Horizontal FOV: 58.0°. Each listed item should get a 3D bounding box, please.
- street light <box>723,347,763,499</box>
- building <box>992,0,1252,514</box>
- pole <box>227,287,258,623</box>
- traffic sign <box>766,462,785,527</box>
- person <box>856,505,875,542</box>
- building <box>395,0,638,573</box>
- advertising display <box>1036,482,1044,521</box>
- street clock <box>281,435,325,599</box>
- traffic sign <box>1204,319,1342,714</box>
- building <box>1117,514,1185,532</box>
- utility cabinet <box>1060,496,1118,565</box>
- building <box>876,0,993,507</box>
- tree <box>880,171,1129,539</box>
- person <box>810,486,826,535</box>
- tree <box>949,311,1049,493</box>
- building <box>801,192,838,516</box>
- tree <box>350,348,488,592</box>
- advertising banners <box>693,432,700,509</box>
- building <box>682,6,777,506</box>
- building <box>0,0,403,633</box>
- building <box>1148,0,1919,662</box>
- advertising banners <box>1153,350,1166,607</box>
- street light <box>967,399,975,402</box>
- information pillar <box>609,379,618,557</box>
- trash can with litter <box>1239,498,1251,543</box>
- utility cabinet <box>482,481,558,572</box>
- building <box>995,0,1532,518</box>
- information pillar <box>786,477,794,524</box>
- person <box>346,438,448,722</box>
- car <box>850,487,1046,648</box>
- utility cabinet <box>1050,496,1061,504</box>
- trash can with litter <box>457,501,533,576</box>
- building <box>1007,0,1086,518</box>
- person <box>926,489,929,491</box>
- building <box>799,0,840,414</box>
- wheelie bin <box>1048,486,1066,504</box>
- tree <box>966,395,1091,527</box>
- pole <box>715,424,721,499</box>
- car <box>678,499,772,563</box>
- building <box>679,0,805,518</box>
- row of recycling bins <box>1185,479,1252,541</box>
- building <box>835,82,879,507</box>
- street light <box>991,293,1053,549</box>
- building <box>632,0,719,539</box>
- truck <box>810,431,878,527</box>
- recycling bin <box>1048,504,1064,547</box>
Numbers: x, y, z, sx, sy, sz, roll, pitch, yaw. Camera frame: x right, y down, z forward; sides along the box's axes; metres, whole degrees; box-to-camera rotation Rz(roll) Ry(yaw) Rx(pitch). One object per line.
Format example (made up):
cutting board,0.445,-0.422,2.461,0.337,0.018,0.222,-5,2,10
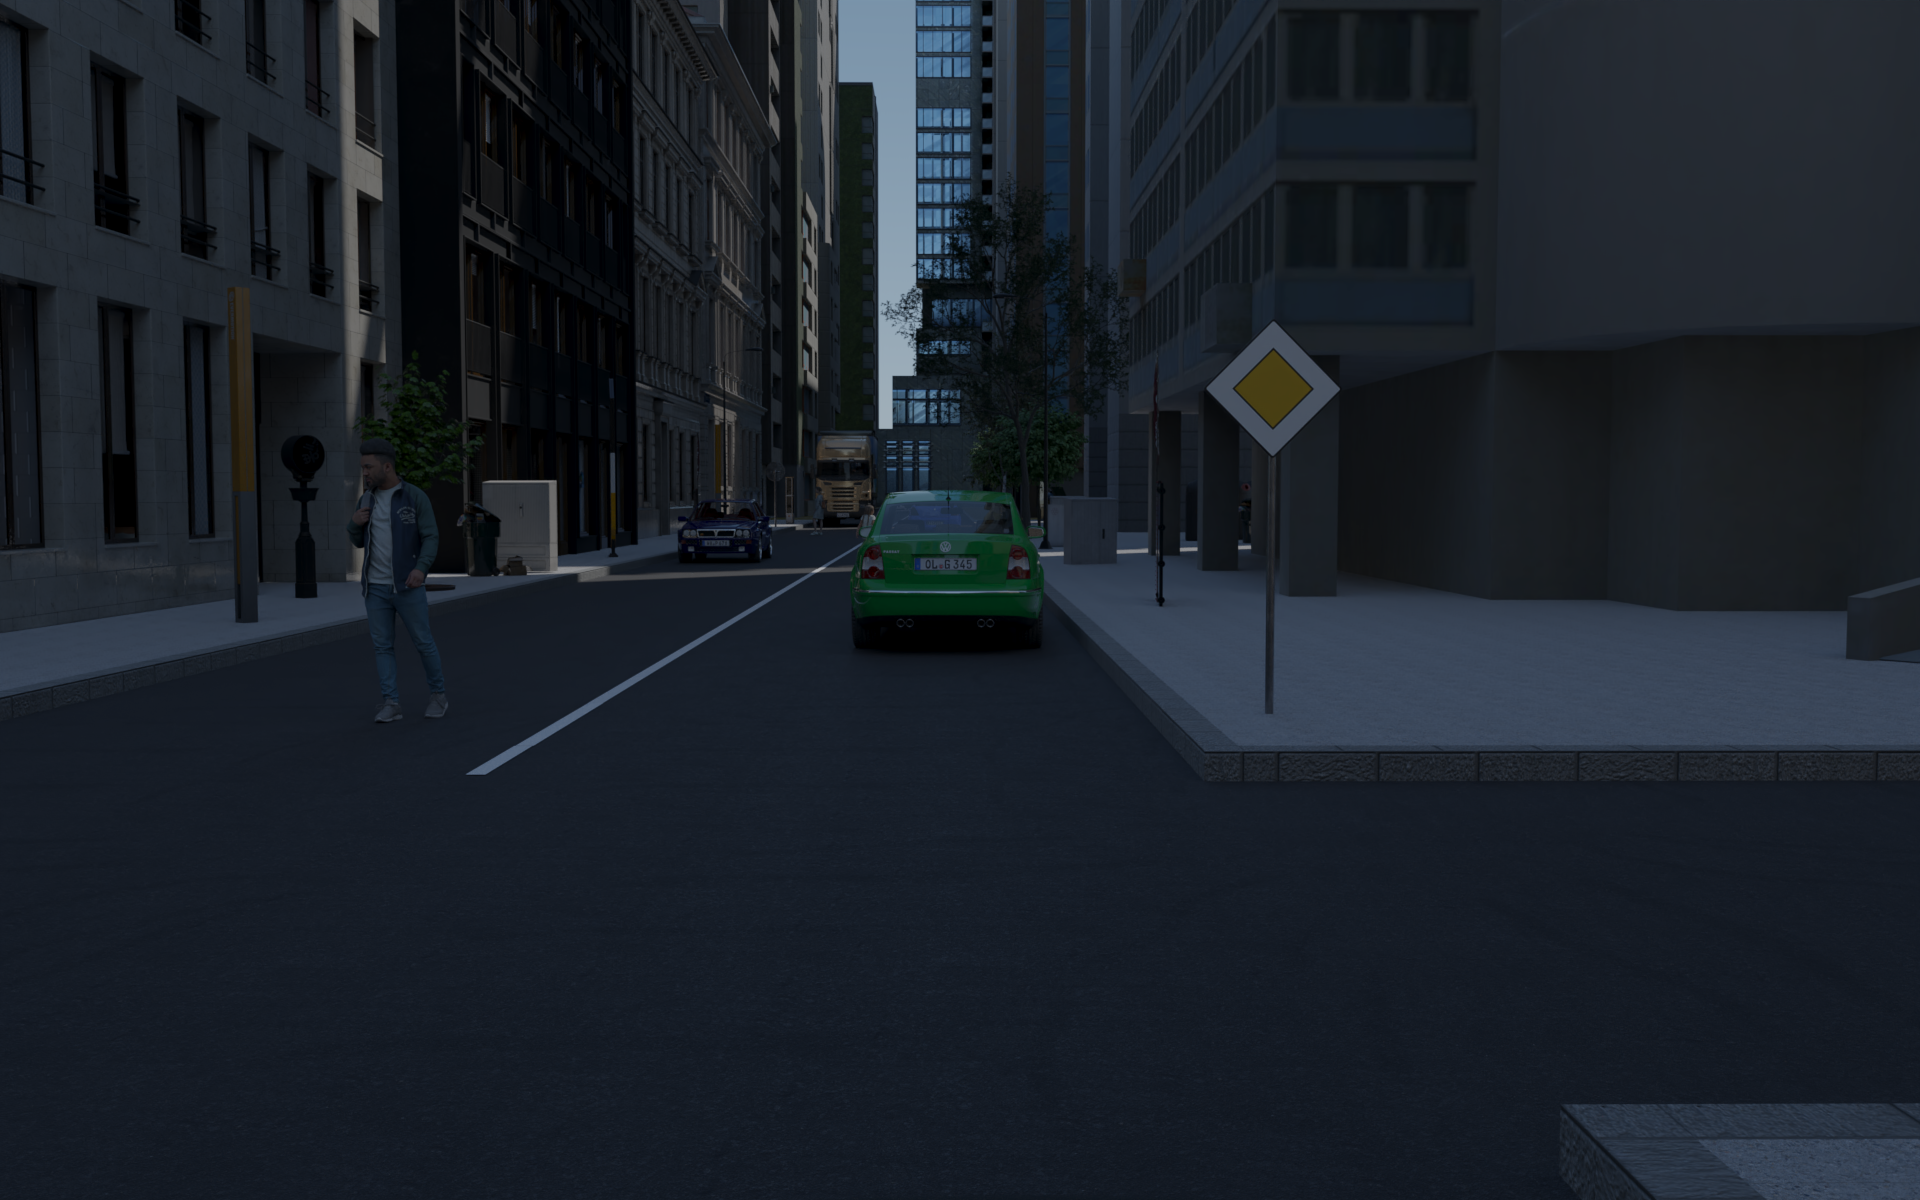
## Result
street light,-6.933,-5.043,55.000,1.470,5.913,1.316,0,4,0
building,13.222,-36.890,145.149,21.231,58.520,28.212,0,4,0
pole,-7.124,-1.428,17.199,0.158,3.312,0.155,0,3,0
traffic sign,-7.234,-4.146,67.894,0.768,2.556,0.104,0,4,4
person,-1.856,-1.274,34.348,0.505,1.210,0.382,1,4,21
building,-14.219,-12.566,35.126,12.332,23.373,15.834,0,4,0
advertising display,3.918,-4.751,82.893,0.123,1.923,0.974,2,4,28
street clock,-8.071,-1.025,21.324,0.358,2.002,0.471,2,4,34
traffic sign,1.803,-0.392,10.056,0.795,2.450,0.064,0,4,0
building,15.666,-32.309,70.246,21.231,58.520,28.212,0,4,0
utility cabinet,2.399,-1.261,31.779,1.020,1.237,0.306,-2,4,-31
building,7.155,-53.001,179.232,31.000,86.520,22.319,0,4,0
tree,1.937,-7.038,49.491,8.767,10.594,7.601,0,4,-3
person,-4.973,-3.151,61.028,0.522,1.701,0.512,1,4,8
tree,1.700,-7.288,69.516,4.360,8.622,3.978,0,3,0
building,-22.726,-16.428,113.631,27.650,21.520,28.899,0,4,0
tree,-7.160,-1.745,23.137,1.663,3.219,1.824,0,3,0
advertising banners,-7.569,-3.275,49.730,0.090,3.025,2.074,-1,4,-12
building,-14.474,-14.477,72.858,11.583,22.565,21.152,0,4,0
building,-14.052,-10.040,18.904,10.420,20.320,16.860,0,4,0
building,15.254,-20.451,26.256,23.993,40.220,32.217,0,4,0
advertising banners,2.365,-1.492,20.588,0.090,3.025,2.074,0,4,5
street light,1.030,-6.888,85.162,1.470,5.913,1.316,0,4,0
information pillar,-7.048,-2.677,35.117,0.183,3.616,0.504,-1,4,-13
trash can with litter,7.676,-2.074,45.301,0.624,1.170,1.055,2,4,33
utility cabinet,-7.221,-1.206,28.403,1.173,1.500,0.318,1,4,12
building,18.576,-26.086,118.393,32.217,40.220,23.993,0,4,0
information pillar,-7.329,-4.291,74.652,0.304,2.012,0.304,1,4,9
person,-3.585,-0.131,10.982,0.623,1.781,0.721,0,4,1
car,-0.092,-0.531,17.475,1.959,1.807,4.718,0,4,1
utility cabinet,3.202,-2.478,51.674,1.020,1.237,0.306,0,4,-3
trash can with litter,-7.299,-0.967,27.202,1.055,1.170,0.624,-3,4,-36
building,9.837,-27.461,99.101,14.600,45.320,14.200,0,4,0
person,-1.912,-5.909,105.908,0.742,1.727,0.445,-3,5,-45
building,-23.834,-33.974,144.707,27.495,52.752,28.713,0,4,0
wheelie bin,3.999,-3.931,72.174,0.980,1.594,0.693,-2,4,-35
tree,2.645,-4.434,56.206,4.285,4.588,4.351,0,3,0
pole,-7.094,-3.482,50.775,0.158,3.312,0.155,0,3,0
car,-5.042,-1.518,37.403,1.945,1.354,3.894,0,4,-1
building,-15.928,-19.587,91.952,14.160,30.474,14.107,0,4,0
row of recycling bins,7.463,-2.525,48.398,1.069,1.692,3.534,3,5,43
building,-15.346,-30.093,175.617,14.086,41.232,14.154,0,4,0
street light,1.455,-4.140,40.233,1.470,5.913,1.316,0,4,0
building,-13.825,-11.508,52.788,10.561,19.102,19.286,0,4,0
truck,-5.121,-5.514,79.065,2.839,4.237,11.283,0,4,-1
recycling bin,2.542,-1.818,42.280,0.722,1.027,0.722,1,4,11
